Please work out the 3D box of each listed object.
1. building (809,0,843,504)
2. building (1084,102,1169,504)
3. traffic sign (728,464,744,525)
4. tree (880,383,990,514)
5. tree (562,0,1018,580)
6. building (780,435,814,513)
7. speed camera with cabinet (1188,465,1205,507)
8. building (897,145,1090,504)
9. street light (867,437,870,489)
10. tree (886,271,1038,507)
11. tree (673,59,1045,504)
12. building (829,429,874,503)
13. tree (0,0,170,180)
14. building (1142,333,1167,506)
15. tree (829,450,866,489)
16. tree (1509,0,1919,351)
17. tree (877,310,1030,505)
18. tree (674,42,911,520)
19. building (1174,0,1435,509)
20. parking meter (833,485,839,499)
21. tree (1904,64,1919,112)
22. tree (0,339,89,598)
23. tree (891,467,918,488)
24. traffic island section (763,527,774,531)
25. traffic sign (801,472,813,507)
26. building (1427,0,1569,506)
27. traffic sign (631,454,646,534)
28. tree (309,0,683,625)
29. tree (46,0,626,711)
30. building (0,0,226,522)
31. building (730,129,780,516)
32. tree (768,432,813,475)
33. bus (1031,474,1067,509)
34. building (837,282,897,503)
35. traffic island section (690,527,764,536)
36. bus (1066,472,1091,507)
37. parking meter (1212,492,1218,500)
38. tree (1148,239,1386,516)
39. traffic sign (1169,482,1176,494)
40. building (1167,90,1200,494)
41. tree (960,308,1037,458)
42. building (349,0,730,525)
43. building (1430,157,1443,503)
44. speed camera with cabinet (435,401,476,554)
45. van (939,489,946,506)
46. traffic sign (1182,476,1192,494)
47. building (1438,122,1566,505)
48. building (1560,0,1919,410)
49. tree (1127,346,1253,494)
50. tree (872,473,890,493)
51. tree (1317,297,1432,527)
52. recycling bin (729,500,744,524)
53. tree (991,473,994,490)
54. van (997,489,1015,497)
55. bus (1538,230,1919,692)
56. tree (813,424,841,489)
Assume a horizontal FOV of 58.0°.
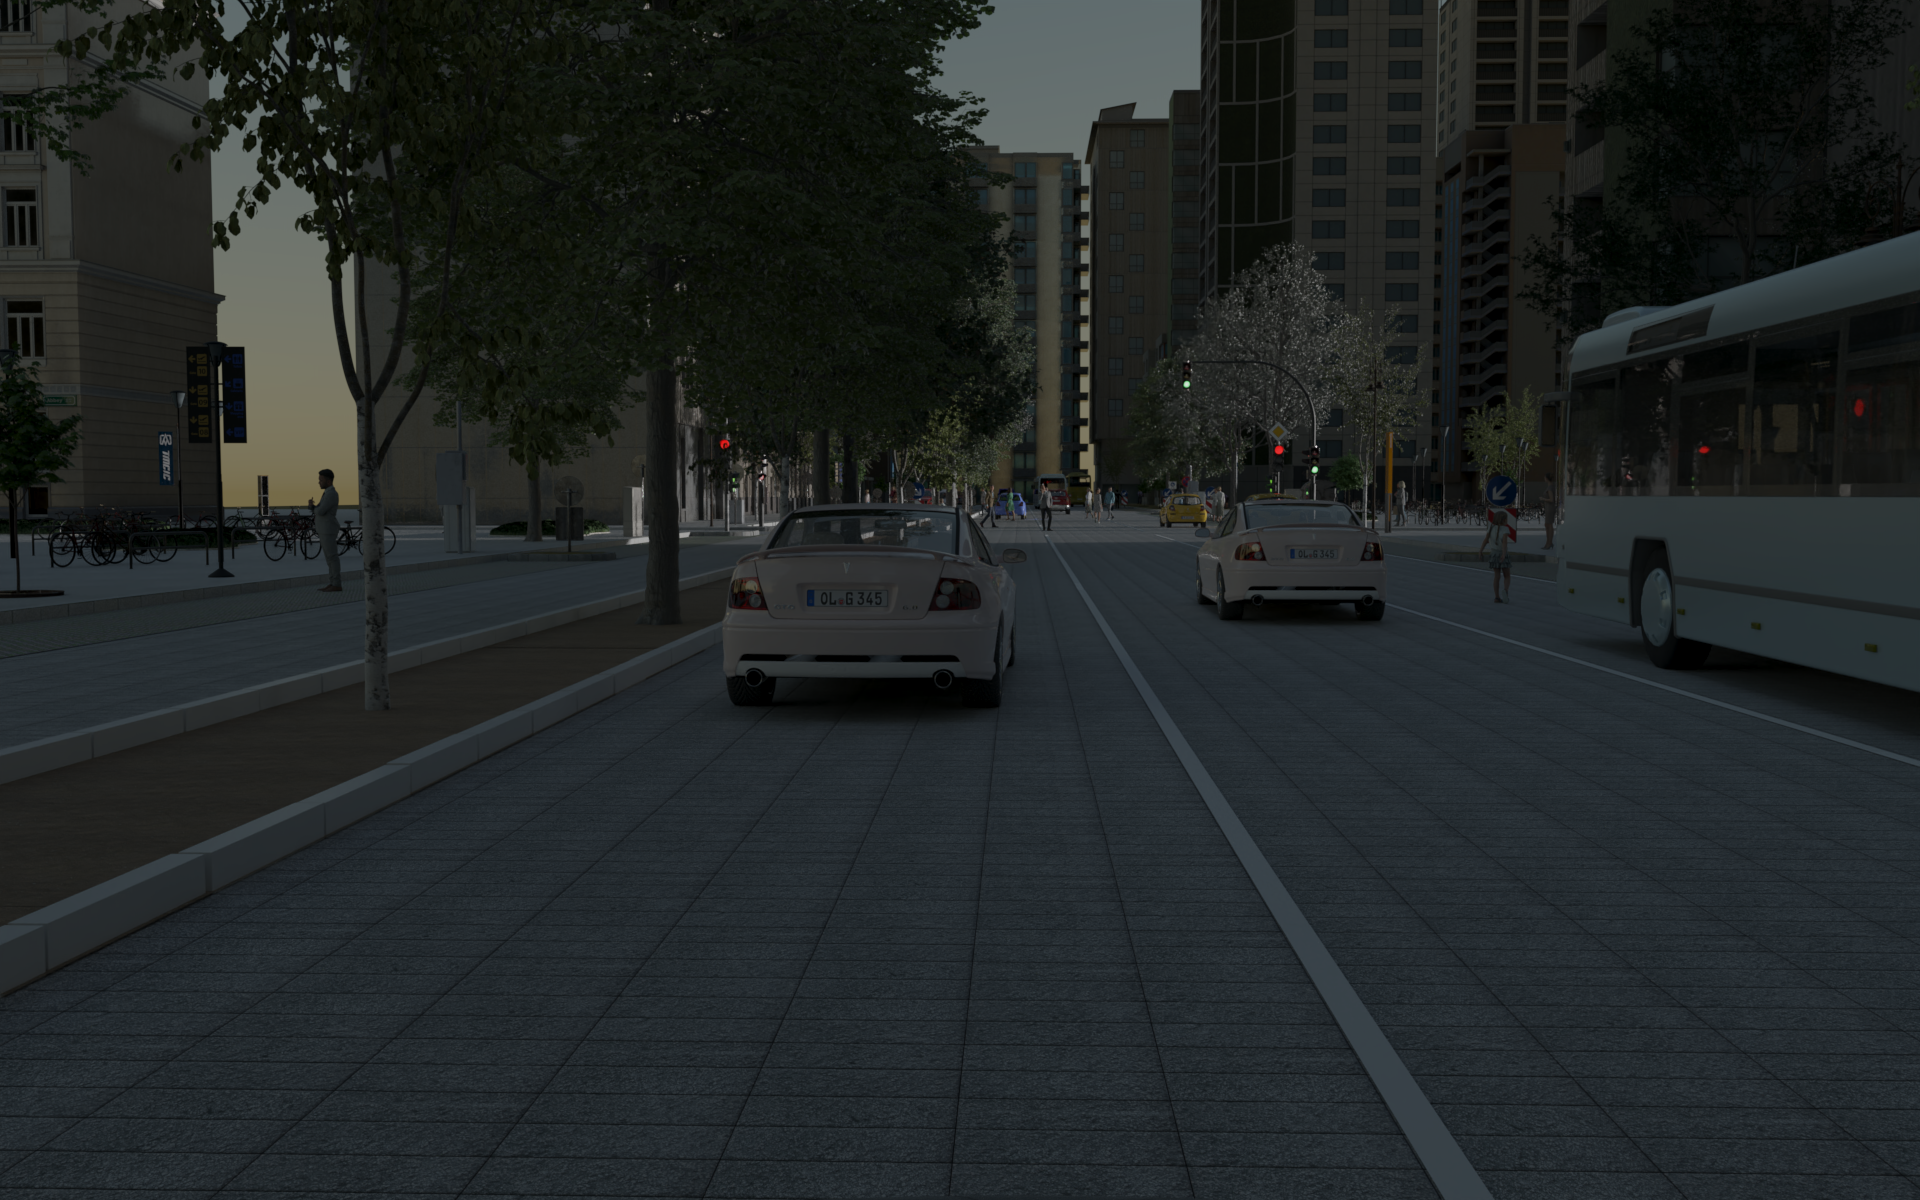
[{"bbox_3d":[-20.315,-43.699,152.735,20.563,71.187,20.611,0,4,2],"label":"building"},{"bbox_3d":[31.536,-39.875,241.189,27.495,52.752,28.713,0,4,2],"label":"building"},{"bbox_3d":[-9.390,-4.417,72.331,0.768,2.556,0.104,1,4,11],"label":"traffic sign"},{"bbox_3d":[-1.093,-7.372,73.346,4.737,8.622,4.395,0,3,0],"label":"tree"},{"bbox_3d":[-2.772,-6.909,33.540,7.486,12.596,7.792,0,3,0],"label":"tree"},{"bbox_3d":[-16.314,-18.147,125.580,11.050,23.489,19.941,0,4,2],"label":"building"},{"bbox_3d":[16.243,-7.623,118.966,0.660,3.252,2.038,-1,4,-12],"label":"speed camera with cabinet"},{"bbox_3d":[2.468,-37.981,240.597,30.456,49.044,23.786,0,4,2],"label":"building"},{"bbox_3d":[-7.363,-10.132,138.450,0.468,5.910,1.993,0,4,2],"label":"street light"},{"bbox_3d":[-0.511,-10.956,88.241,9.857,13.997,8.962,0,3,0],"label":"tree"},{"bbox_3d":[-2.705,-7.528,42.552,9.611,12.733,9.660,0,3,0],"label":"tree"},{"bbox_3d":[-25.369,-29.618,176.130,32.217,40.220,23.993,0,4,2],"label":"building"},{"bbox_3d":[-11.657,-5.554,16.563,9.928,11.665,9.643,0,3,0],"label":"tree"},{"bbox_3d":[35.996,-21.728,200.287,27.650,21.520,28.899,0,4,2],"label":"building"},{"bbox_3d":[-8.310,-8.561,123.693,4.285,4.588,4.351,0,3,0],"label":"tree"},{"bbox_3d":[12.896,-5.785,28.991,7.601,10.594,8.767,0,4,4],"label":"tree"},{"bbox_3d":[-0.958,-8.726,79.542,8.767,10.594,7.601,0,4,2],"label":"tree"},{"bbox_3d":[-2.813,-4.575,27.617,4.360,8.622,3.978,0,3,0],"label":"tree"},{"bbox_3d":[31.160,-44.108,159.415,20.563,71.187,20.611,0,4,2],"label":"building"},{"bbox_3d":[-8.044,-6.526,112.404,0.399,1.863,0.255,-3,4,-36],"label":"parking meter"},{"bbox_3d":[12.562,-4.196,18.961,4.737,8.622,4.395,0,3,0],"label":"tree"},{"bbox_3d":[-11.721,-1.658,21.703,1.663,3.219,1.824,0,3,0],"label":"tree"},{"bbox_3d":[-6.318,-13.130,198.394,4.285,4.588,4.351,0,3,0],"label":"tree"},{"bbox_3d":[-7.803,-2.790,67.897,2.009,0.180,2.903,0,4,2],"label":"traffic island section"},{"bbox_3d":[-8.924,-6.178,101.122,0.768,2.556,0.104,1,4,10],"label":"traffic sign"},{"bbox_3d":[77.196,-48.743,235.203,20.611,71.187,20.563,0,4,2],"label":"building"},{"bbox_3d":[-10.132,-3.370,55.209,0.768,2.556,0.104,1,4,10],"label":"traffic sign"},{"bbox_3d":[-3.364,-6.024,19.078,7.486,12.596,7.792,0,3,0],"label":"tree"},{"bbox_3d":[-3.819,-3.556,10.956,4.737,8.622,4.395,0,3,0],"label":"tree"},{"bbox_3d":[-46.026,-17.865,77.998,20.117,28.700,13.634,0,4,2],"label":"building"},{"bbox_3d":[-17.999,-18.701,103.026,12.463,27.353,25.104,0,4,2],"label":"building"},{"bbox_3d":[-10.059,-8.253,85.293,4.737,8.622,4.395,0,3,0],"label":"tree"},{"bbox_3d":[8.444,-10.377,164.527,2.948,3.499,13.247,0,3,0],"label":"bus"},{"bbox_3d":[-15.180,-34.151,208.474,14.200,45.320,14.600,0,4,2],"label":"building"},{"bbox_3d":[-8.082,-2.302,59.917,2.009,0.180,2.903,0,4,2],"label":"traffic island section"},{"bbox_3d":[13.239,-12.444,195.011,2.896,3.916,12.252,0,4,2],"label":"bus"},{"bbox_3d":[15.410,-5.900,104.871,0.372,1.533,0.369,0,3,0],"label":"parking meter"},{"bbox_3d":[15.123,-10.580,83.345,12.009,13.543,11.850,0,3,0],"label":"tree"},{"bbox_3d":[17.318,-8.500,141.099,0.606,2.300,0.079,0,4,3],"label":"traffic sign"},{"bbox_3d":[28.293,-30.269,178.489,14.154,41.232,14.086,0,4,2],"label":"building"},{"bbox_3d":[-0.341,-11.867,106.848,12.009,13.543,11.850,0,3,0],"label":"tree"},{"bbox_3d":[-18.356,-16.032,80.151,12.078,24.808,19.932,0,4,2],"label":"building"},{"bbox_3d":[56.119,-37.519,237.140,21.600,48.544,21.300,0,4,2],"label":"building"},{"bbox_3d":[-10.954,-2.647,37.608,0.660,3.252,2.038,-1,4,-9],"label":"speed camera with cabinet"},{"bbox_3d":[-1.514,-8.091,139.300,2.013,2.044,4.112,0,4,1],"label":"van"},{"bbox_3d":[16.255,-7.583,124.084,0.768,2.556,0.104,0,4,4],"label":"traffic sign"},{"bbox_3d":[65.796,-33.963,205.403,14.200,45.320,14.600,0,4,2],"label":"building"},{"bbox_3d":[24.399,-16.906,48.110,14.160,30.474,14.107,0,4,2],"label":"building"},{"bbox_3d":[17.712,-13.273,134.024,9.611,12.733,9.660,0,3,0],"label":"tree"},{"bbox_3d":[-7.240,-10.173,160.934,1.663,3.219,1.824,0,3,0],"label":"tree"},{"bbox_3d":[15.599,-7.044,65.538,4.360,8.622,3.978,0,3,0],"label":"tree"},{"bbox_3d":[-9.685,-3.794,74.589,0.722,1.027,0.722,0,4,-2],"label":"recycling bin"},{"bbox_3d":[0.622,-10.756,128.677,4.737,8.622,4.395,0,3,0],"label":"tree"},{"bbox_3d":[5.325,-11.789,197.141,2.240,2.365,5.245,0,4,3],"label":"van"},{"bbox_3d":[6.771,-1.005,11.286,2.948,3.499,13.247,0,4,3],"label":"bus"},{"bbox_3d":[-9.060,-9.596,107.263,4.737,8.622,4.395,0,3,0],"label":"tree"}]
